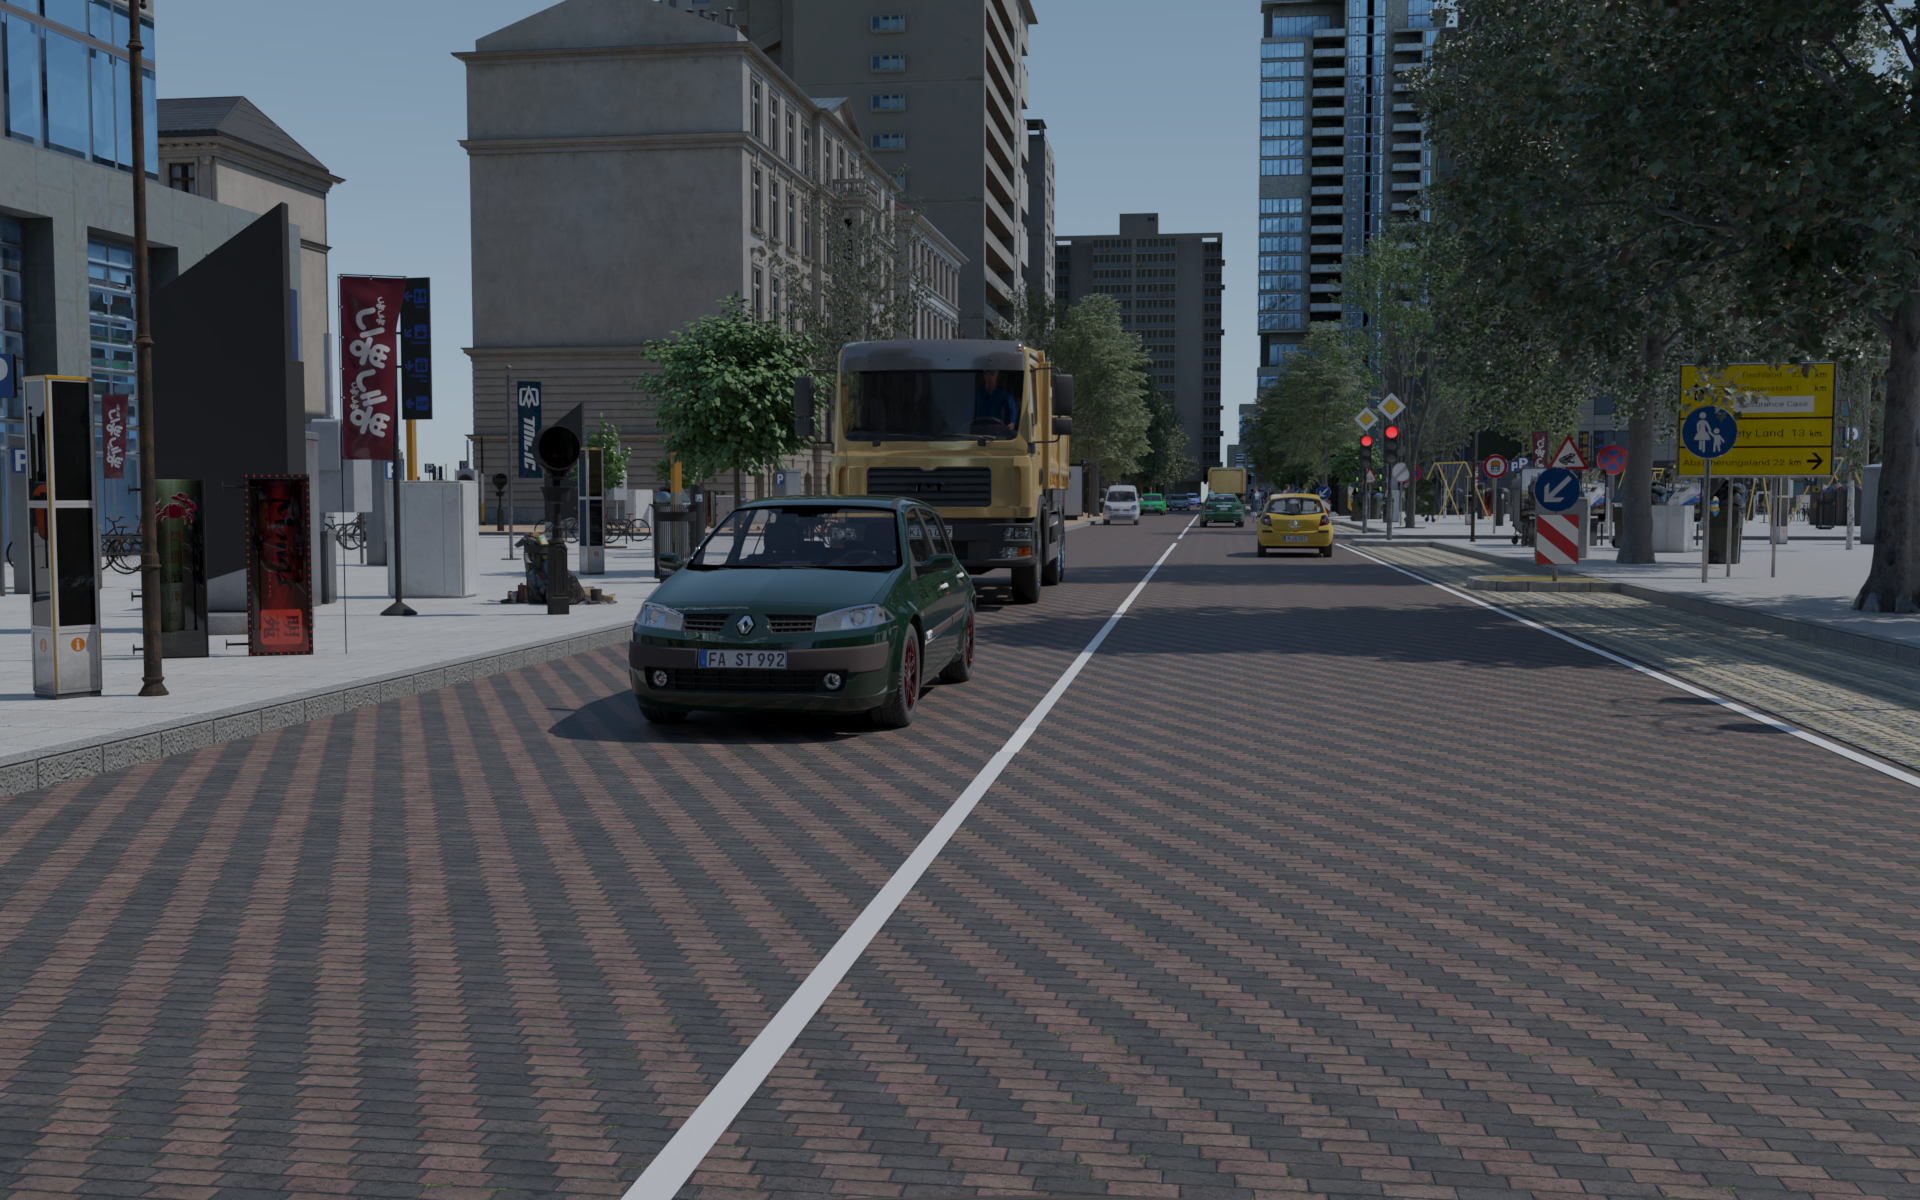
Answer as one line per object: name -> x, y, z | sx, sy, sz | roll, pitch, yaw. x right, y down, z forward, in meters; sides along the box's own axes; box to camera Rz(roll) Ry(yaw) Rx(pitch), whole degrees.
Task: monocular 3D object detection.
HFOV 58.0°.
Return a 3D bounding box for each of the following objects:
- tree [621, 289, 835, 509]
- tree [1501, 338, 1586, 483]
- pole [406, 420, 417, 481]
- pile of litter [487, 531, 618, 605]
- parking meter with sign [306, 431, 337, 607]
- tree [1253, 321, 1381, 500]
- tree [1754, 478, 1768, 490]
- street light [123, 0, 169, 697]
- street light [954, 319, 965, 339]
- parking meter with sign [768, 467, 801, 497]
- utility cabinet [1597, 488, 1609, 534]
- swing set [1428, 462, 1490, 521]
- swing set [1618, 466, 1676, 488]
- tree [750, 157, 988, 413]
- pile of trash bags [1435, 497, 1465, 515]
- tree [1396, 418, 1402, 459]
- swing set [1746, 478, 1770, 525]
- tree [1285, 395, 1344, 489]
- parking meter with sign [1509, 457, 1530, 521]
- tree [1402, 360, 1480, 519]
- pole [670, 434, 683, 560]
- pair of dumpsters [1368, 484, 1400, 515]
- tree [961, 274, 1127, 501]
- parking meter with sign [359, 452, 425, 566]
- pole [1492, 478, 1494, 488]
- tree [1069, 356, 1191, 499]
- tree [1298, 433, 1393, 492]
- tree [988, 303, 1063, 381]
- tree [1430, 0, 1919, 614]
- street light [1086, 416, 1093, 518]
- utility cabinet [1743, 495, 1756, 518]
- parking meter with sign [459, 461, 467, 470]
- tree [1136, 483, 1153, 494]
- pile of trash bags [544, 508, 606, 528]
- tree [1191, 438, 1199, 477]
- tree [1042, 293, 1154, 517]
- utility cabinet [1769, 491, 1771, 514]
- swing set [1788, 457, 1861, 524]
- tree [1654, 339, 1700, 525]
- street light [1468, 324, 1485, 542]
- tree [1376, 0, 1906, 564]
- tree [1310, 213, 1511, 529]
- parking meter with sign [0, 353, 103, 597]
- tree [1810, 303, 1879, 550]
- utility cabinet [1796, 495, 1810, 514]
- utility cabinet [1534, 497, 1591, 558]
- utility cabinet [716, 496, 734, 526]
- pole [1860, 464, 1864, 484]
tree -> -3.699, -2.701, 27.873 | 4.285, 4.588, 4.351 | 0, 3, 0
tree -> 25.441, -7.617, 74.900 | 4.737, 8.622, 4.395 | 0, 3, 0
pole -> -11.353, -2.571, 35.886 | 0.158, 3.312, 0.155 | 0, 3, 0
pile of litter -> -4.825, -0.402, 20.531 | 1.719, 0.858, 1.176 | 3, 5, 41
parking meter with sign -> -7.493, -1.421, 19.492 | 0.543, 3.016, 1.738 | 0, 4, -4
tree -> 23.894, -11.983, 114.047 | 7.486, 12.596, 7.792 | 0, 3, 0
tree -> 46.288, -9.018, 97.801 | 4.737, 8.622, 4.395 | 0, 3, 0
street light -> -5.144, -2.329, 10.869 | 0.468, 5.910, 1.993 | 1, 4, 8
street light -> -0.014, -4.474, 45.945 | 0.468, 5.910, 1.993 | 1, 4, 8
parking meter with sign -> -4.846, -3.234, 49.142 | 0.543, 3.016, 1.738 | 3, 4, 37
utility cabinet -> 20.098, -2.849, 55.260 | 1.173, 1.500, 0.318 | -1, 4, -14
swing set -> 24.067, -5.368, 85.395 | 2.862, 2.851, 3.119 | -1, 4, -13
swing set -> 41.548, -6.589, 105.349 | 3.119, 2.851, 2.862 | -1, 4, -19
tree -> -2.310, -5.308, 37.154 | 4.360, 8.622, 3.978 | 0, 3, 0
pile of trash bags -> 29.397, -5.855, 105.480 | 1.912, 1.369, 3.447 | 3, 5, 44
tree -> 33.726, -10.727, 125.742 | 4.360, 8.622, 3.978 | 0, 3, 0
swing set -> 32.607, -4.645, 73.565 | 3.119, 2.851, 2.862 | 0, 4, 6
tree -> 25.214, -10.464, 121.441 | 4.737, 8.622, 4.395 | 0, 3, 0
parking meter with sign -> 26.374, -5.229, 81.761 | 0.543, 3.016, 1.738 | 2, 4, 31
tree -> 25.488, -8.595, 90.887 | 4.360, 8.622, 3.978 | 0, 3, 0
pole -> -5.292, -2.351, 32.282 | 0.158, 3.312, 0.155 | 0, 3, 0
pair of dumpsters -> 24.789, -6.031, 101.102 | 1.574, 2.255, 4.437 | 1, 4, 8
tree -> 3.667, -8.514, 73.619 | 7.601, 10.594, 8.767 | 2, 4, 32
parking meter with sign -> -10.392, -2.136, 31.192 | 1.738, 3.016, 0.543 | 3, 5, 43
pole -> 35.616, -7.446, 115.586 | 0.158, 3.312, 0.155 | 0, 3, 0
tree -> 13.136, -13.518, 138.031 | 9.611, 12.733, 9.660 | 0, 3, 0
tree -> 21.117, -6.608, 91.761 | 4.285, 4.588, 4.351 | 0, 3, 0
tree -> 1.715, -7.082, 66.146 | 4.360, 8.622, 3.978 | 0, 3, 0
tree -> 10.230, -6.207, 18.485 | 9.611, 12.733, 9.660 | 0, 3, 0
street light -> 6.887, -7.320, 92.475 | 0.468, 5.910, 1.993 | 1, 4, 8
utility cabinet -> 42.482, -5.047, 93.681 | 1.020, 1.237, 0.306 | 0, 4, -6
parking meter with sign -> -25.098, -5.726, 89.887 | 1.738, 3.016, 0.543 | 2, 4, 23
tree -> 20.695, -14.532, 187.964 | 4.360, 8.622, 3.978 | 0, 3, 0
pile of trash bags -> -15.042, -3.462, 66.364 | 1.912, 1.369, 3.447 | -3, 4, -39
tree -> 18.288, -15.817, 175.609 | 9.611, 12.733, 9.660 | 0, 3, 0
tree -> 7.369, -11.030, 98.464 | 7.486, 12.596, 7.792 | 0, 3, 0
utility cabinet -> 50.668, -6.043, 107.480 | 0.318, 1.500, 1.173 | 0, 4, -5
swing set -> 37.493, -4.684, 74.198 | 2.862, 2.851, 3.119 | 1, 4, 10
tree -> 28.499, -7.119, 66.765 | 4.360, 8.622, 3.978 | 0, 3, 0
street light -> 13.758, -4.497, 46.307 | 0.468, 5.910, 1.993 | 1, 4, 8
tree -> 12.637, -7.647, 31.687 | 9.857, 13.997, 8.962 | 0, 3, 0
tree -> 16.795, -8.466, 64.167 | 9.928, 11.665, 9.643 | 0, 3, 0
parking meter with sign -> -11.863, -1.599, 22.413 | 0.543, 3.016, 1.738 | 1, 4, 9
tree -> 20.222, -5.458, 39.594 | 4.360, 8.622, 3.978 | 0, 3, 0
utility cabinet -> 55.287, -6.264, 113.576 | 1.020, 1.237, 0.306 | -2, 4, -27
utility cabinet -> 12.130, -1.451, 34.891 | 1.020, 1.237, 0.306 | 2, 4, 32
utility cabinet -> -9.038, -3.371, 66.274 | 1.020, 1.237, 0.306 | 0, 4, 5
pole -> 56.551, -7.023, 108.674 | 0.158, 3.312, 0.155 | 0, 3, 0
